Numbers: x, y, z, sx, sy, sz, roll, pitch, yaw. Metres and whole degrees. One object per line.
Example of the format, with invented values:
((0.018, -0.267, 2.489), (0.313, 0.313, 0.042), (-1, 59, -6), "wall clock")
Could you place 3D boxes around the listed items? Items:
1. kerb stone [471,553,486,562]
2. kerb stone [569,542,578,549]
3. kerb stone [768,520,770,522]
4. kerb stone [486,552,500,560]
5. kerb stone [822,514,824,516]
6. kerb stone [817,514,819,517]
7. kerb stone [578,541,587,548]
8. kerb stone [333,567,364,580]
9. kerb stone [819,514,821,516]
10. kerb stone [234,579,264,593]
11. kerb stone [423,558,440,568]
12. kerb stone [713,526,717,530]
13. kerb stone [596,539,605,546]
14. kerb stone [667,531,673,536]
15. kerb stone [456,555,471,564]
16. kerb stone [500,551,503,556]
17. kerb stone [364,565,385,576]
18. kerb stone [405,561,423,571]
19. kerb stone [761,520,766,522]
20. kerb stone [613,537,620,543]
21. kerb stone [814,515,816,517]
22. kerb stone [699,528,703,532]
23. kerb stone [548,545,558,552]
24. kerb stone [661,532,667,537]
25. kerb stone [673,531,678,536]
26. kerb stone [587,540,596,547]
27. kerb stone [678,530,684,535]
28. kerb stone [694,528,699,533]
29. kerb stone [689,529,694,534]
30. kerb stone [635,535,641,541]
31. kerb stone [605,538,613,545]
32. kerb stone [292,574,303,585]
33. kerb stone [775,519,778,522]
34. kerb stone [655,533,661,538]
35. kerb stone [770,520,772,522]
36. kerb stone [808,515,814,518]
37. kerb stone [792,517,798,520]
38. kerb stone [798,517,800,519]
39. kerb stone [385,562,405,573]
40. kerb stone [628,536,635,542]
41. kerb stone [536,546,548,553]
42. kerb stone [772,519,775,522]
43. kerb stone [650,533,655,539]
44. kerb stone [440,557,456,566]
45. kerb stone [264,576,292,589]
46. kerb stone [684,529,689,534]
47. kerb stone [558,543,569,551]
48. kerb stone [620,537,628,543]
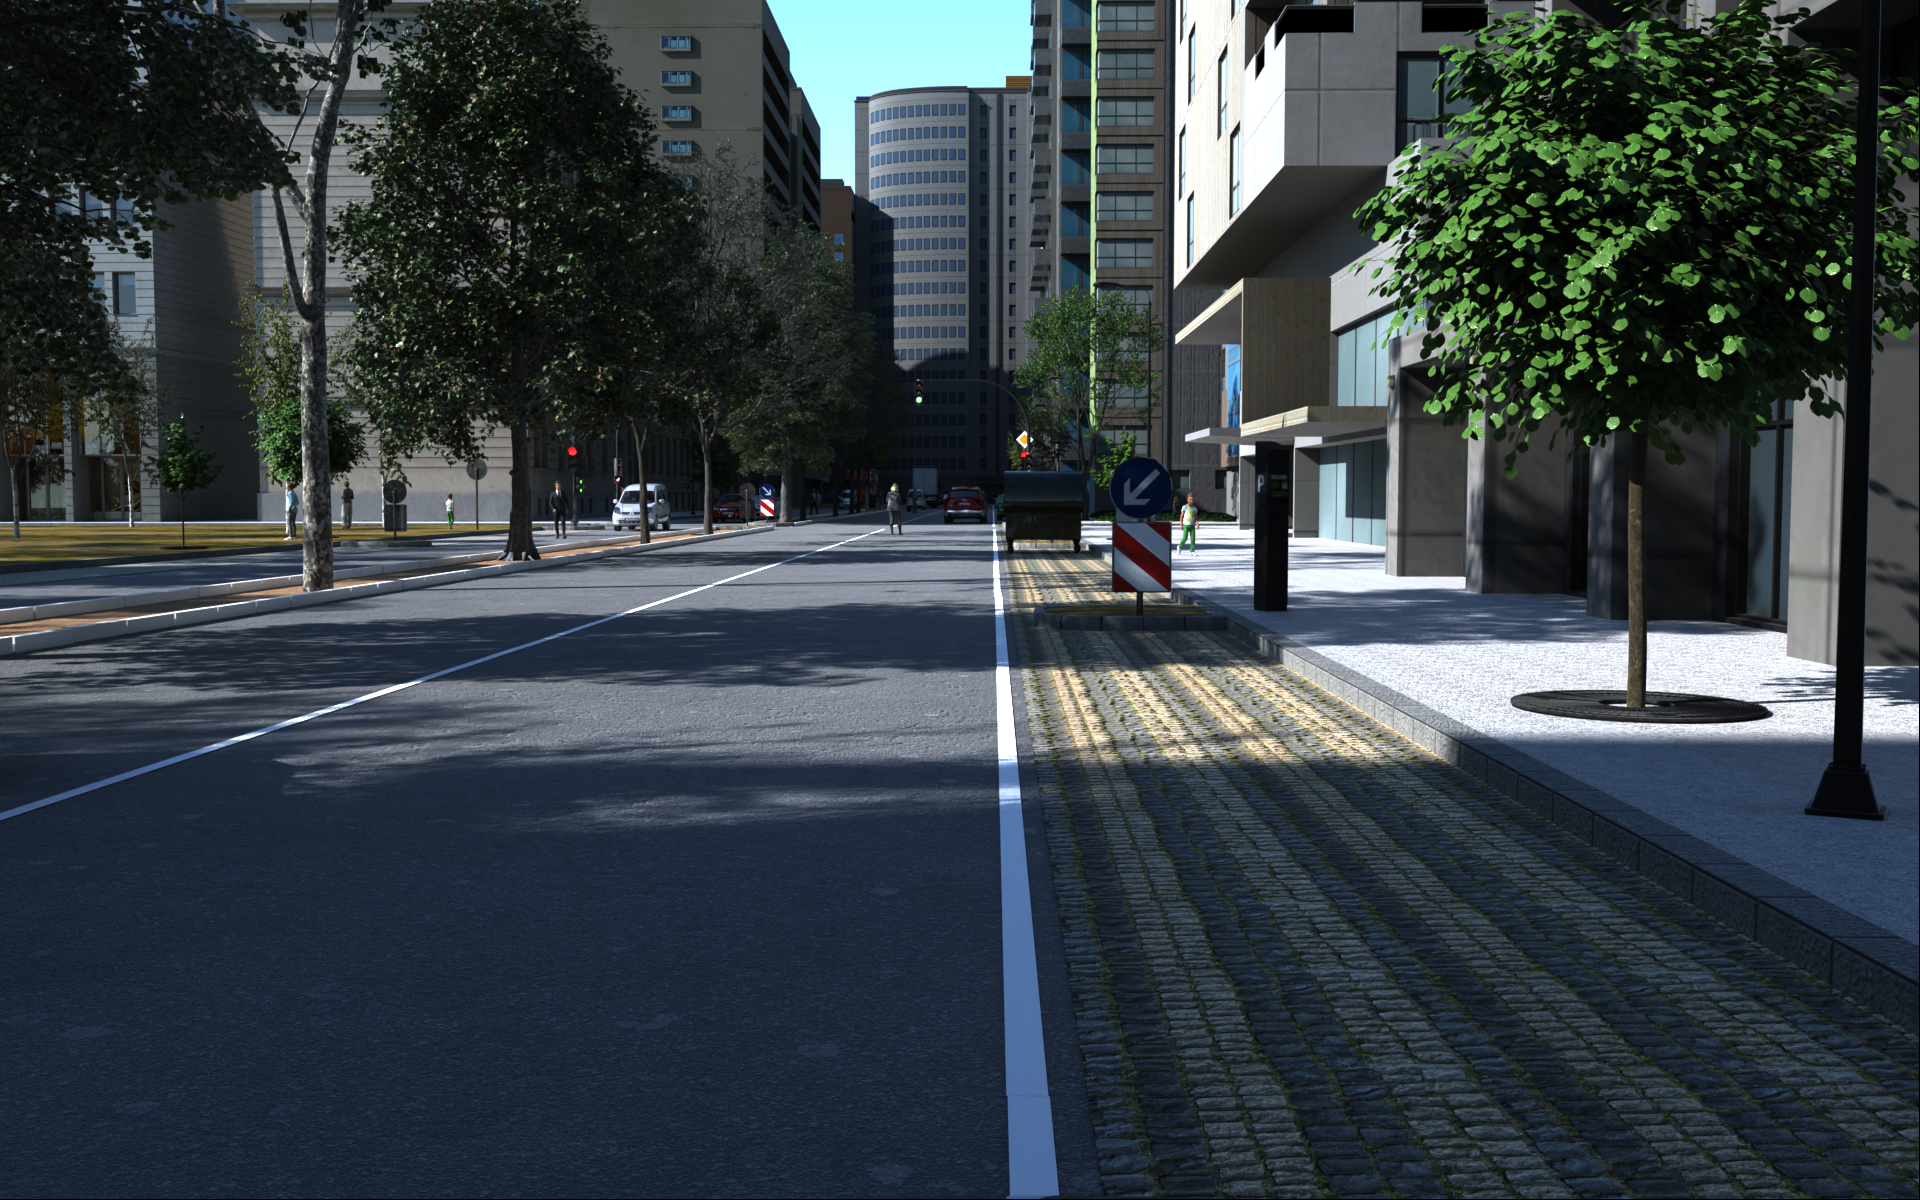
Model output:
((-10.278, -0.882, 36.612), (0.120, 0.150, 1.000), (0, 4, 1), "kerb stone")
((-10.129, -1.380, 44.812), (0.120, 0.150, 1.000), (0, 4, 1), "kerb stone")
((-9.408, -3.733, 83.311), (0.120, 0.150, 1.000), (0, 4, 1), "kerb stone")
((-10.264, -0.939, 37.637), (0.120, 0.150, 1.000), (0, 4, 1), "kerb stone")
((-8.908, -5.367, 109.968), (0.120, 0.150, 1.000), (0, 4, 1), "kerb stone")
((-8.972, -5.181, 106.897), (0.120, 0.150, 1.000), (0, 4, 1), "kerb stone")
((-10.112, -1.446, 45.834), (0.120, 0.150, 1.000), (0, 4, 1), "kerb stone")
((-10.418, -0.443, 29.445), (0.120, 0.150, 1.000), (0, 4, 1), "kerb stone")
((-8.948, -5.239, 107.923), (0.120, 0.150, 1.000), (0, 4, 1), "kerb stone")
((-10.491, -0.193, 25.348), (0.120, 0.150, 1.000), (0, 4, 1), "kerb stone")
((-10.336, -0.689, 33.537), (0.120, 0.150, 1.000), (0, 4, 1), "kerb stone")
((-9.671, -2.886, 69.411), (0.120, 0.150, 1.000), (0, 4, 1), "kerb stone")
((-10.068, -1.571, 47.877), (0.120, 0.150, 1.000), (0, 4, 1), "kerb stone")
((-9.874, -2.198, 58.130), (0.120, 0.150, 1.000), (0, 4, 1), "kerb stone")
((-10.301, -0.819, 35.588), (0.120, 0.150, 1.000), (0, 4, 1), "kerb stone")
((-10.244, -1.003, 38.659), (0.120, 0.150, 1.000), (0, 4, 1), "kerb stone")
((-10.403, -0.505, 30.472), (0.120, 0.150, 1.000), (0, 4, 1), "kerb stone")
((-10.360, -0.631, 32.515), (0.120, 0.150, 1.000), (0, 4, 1), "kerb stone")
((-9.427, -3.675, 82.281), (0.120, 0.150, 1.000), (0, 4, 1), "kerb stone")
((-10.033, -1.696, 49.922), (0.120, 0.150, 1.000), (0, 4, 1), "kerb stone")
((-8.999, -5.055, 104.843), (0.120, 0.150, 1.000), (0, 4, 1), "kerb stone")
((-9.768, -2.574, 64.281), (0.120, 0.150, 1.000), (0, 4, 1), "kerb stone")
((-10.165, -1.258, 42.764), (0.120, 0.150, 1.000), (0, 4, 1), "kerb stone")
((-9.897, -2.128, 57.109), (0.120, 0.150, 1.000), (0, 4, 1), "kerb stone")
((-9.865, -2.260, 59.152), (0.120, 0.150, 1.000), (0, 4, 1), "kerb stone")
((-10.090, -1.508, 46.855), (0.120, 0.150, 1.000), (0, 4, 1), "kerb stone")
((-9.836, -2.323, 60.174), (0.120, 0.150, 1.000), (0, 4, 1), "kerb stone")
((-9.783, -2.511, 63.252), (0.120, 0.150, 1.000), (0, 4, 1), "kerb stone")
((-9.806, -2.447, 62.231), (0.120, 0.150, 1.000), (0, 4, 1), "kerb stone")
((-9.979, -1.884, 53.007), (0.120, 0.150, 1.000), (0, 4, 1), "kerb stone")
((-10.051, -1.632, 48.899), (0.120, 0.150, 1.000), (0, 4, 1), "kerb stone")
((-10.451, -0.318, 27.391), (0.120, 0.150, 1.000), (0, 4, 1), "kerb stone")
((-9.348, -3.926, 86.381), (0.120, 0.150, 1.000), (0, 4, 1), "kerb stone")
((-9.915, -2.073, 56.086), (0.120, 0.150, 1.000), (0, 4, 1), "kerb stone")
((-9.389, -3.801, 84.337), (0.120, 0.150, 1.000), (0, 4, 1), "kerb stone")
((-9.026, -4.991, 103.818), (0.120, 0.150, 1.000), (0, 4, 1), "kerb stone")
((-9.182, -4.491, 95.625), (0.120, 0.150, 1.000), (0, 4, 1), "kerb stone")
((-9.159, -4.554, 96.647), (0.120, 0.150, 1.000), (0, 4, 1), "kerb stone")
((-10.372, -0.569, 31.493), (0.120, 0.150, 1.000), (0, 4, 1), "kerb stone")
((-9.993, -1.822, 51.984), (0.120, 0.150, 1.000), (0, 4, 1), "kerb stone")
((-10.181, -1.193, 41.742), (0.120, 0.150, 1.000), (0, 4, 1), "kerb stone")
((-9.367, -3.863, 85.359), (0.120, 0.150, 1.000), (0, 4, 1), "kerb stone")
((-9.941, -2.010, 55.063), (0.120, 0.150, 1.000), (0, 4, 1), "kerb stone")
((-10.319, -0.756, 34.562), (0.120, 0.150, 1.000), (0, 4, 1), "kerb stone")
((-10.477, -0.255, 26.370), (0.120, 0.150, 1.000), (0, 4, 1), "kerb stone")
((-9.823, -2.378, 61.205), (0.120, 0.150, 1.000), (0, 4, 1), "kerb stone")
((-10.145, -1.321, 43.790), (0.120, 0.150, 1.000), (0, 4, 1), "kerb stone")
((-10.012, -1.759, 50.948), (0.120, 0.150, 1.000), (0, 4, 1), "kerb stone")
